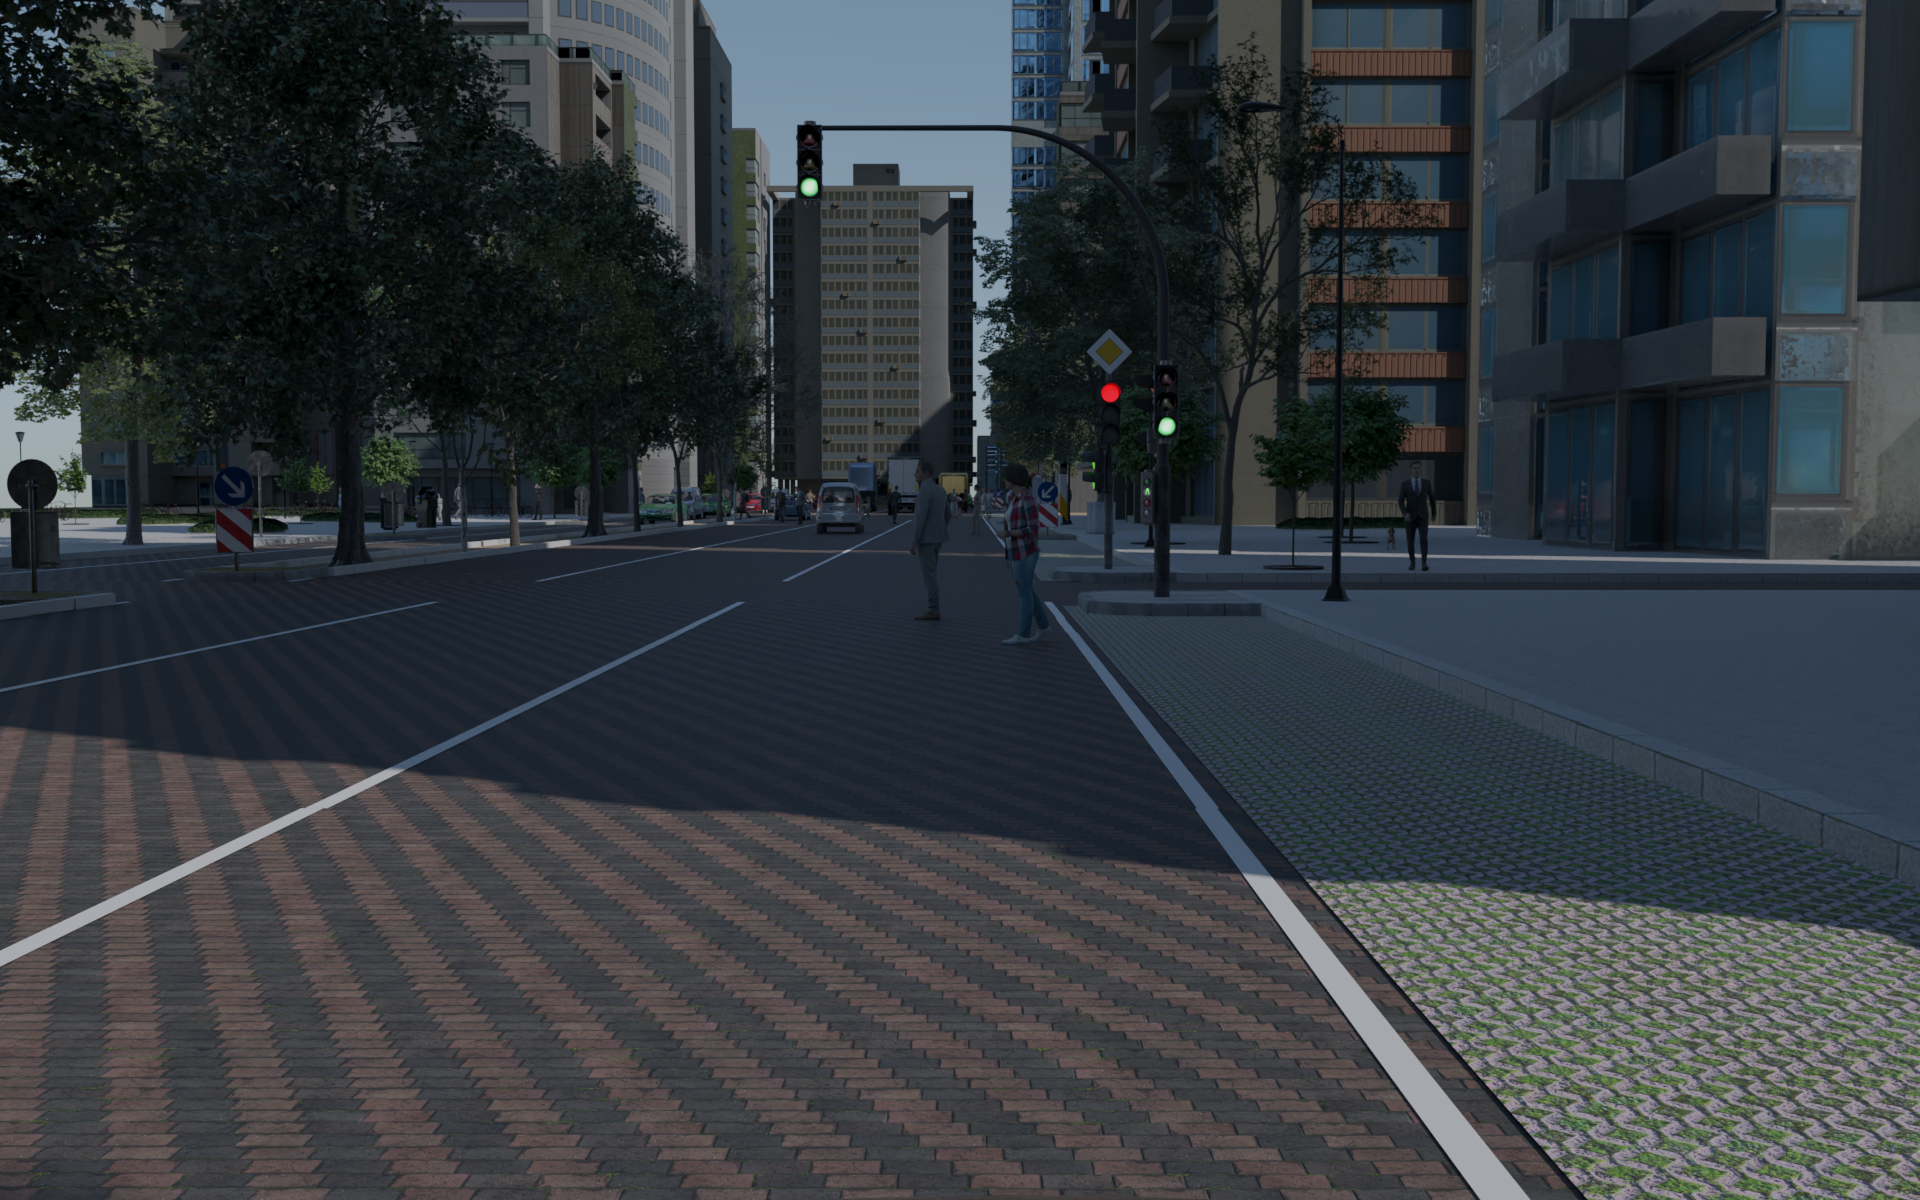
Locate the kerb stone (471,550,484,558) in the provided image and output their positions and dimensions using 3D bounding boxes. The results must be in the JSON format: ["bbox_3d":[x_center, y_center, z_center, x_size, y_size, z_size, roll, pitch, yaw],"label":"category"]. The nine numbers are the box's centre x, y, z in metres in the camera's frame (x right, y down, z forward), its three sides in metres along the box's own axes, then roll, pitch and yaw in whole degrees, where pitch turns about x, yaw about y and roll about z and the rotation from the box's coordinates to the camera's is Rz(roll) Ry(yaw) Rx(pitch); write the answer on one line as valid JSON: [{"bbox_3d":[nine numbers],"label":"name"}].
[{"bbox_3d":[-10.955,-1.016,38.888,0.120,0.150,1.000,0,4,0],"label":"kerb stone"}]

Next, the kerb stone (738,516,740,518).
[{"bbox_3d":[-12.879,-4.720,99.416,0.120,0.150,1.000,0,4,0],"label":"kerb stone"}]

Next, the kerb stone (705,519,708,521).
[{"bbox_3d":[-12.911,-3.969,87.100,0.120,0.150,1.000,0,4,0],"label":"kerb stone"}]

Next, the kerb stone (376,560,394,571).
[{"bbox_3d":[-10.968,-0.643,32.741,0.120,0.150,1.000,0,4,0],"label":"kerb stone"}]

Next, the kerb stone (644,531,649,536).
[{"bbox_3d":[-10.886,-2.272,59.383,0.120,0.150,1.000,0,4,0],"label":"kerb stone"}]

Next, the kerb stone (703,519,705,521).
[{"bbox_3d":[-12.910,-3.907,86.074,0.120,0.150,1.000,0,4,0],"label":"kerb stone"}]

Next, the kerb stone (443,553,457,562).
[{"bbox_3d":[-10.956,-0.895,36.832,0.120,0.150,1.000,0,4,0],"label":"kerb stone"}]

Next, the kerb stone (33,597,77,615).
[{"bbox_3d":[-11.009,0.079,20.898,0.120,0.150,1.000,0,4,0],"label":"kerb stone"}]

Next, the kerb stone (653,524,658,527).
[{"bbox_3d":[-12.956,-3.092,72.755,0.120,0.150,1.000,0,4,0],"label":"kerb stone"}]

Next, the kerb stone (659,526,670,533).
[{"bbox_3d":[-10.878,-2.525,63.486,0.120,0.150,1.000,0,4,0],"label":"kerb stone"}]

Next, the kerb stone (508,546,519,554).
[{"bbox_3d":[-10.941,-1.209,41.966,0.120,0.150,1.000,0,4,0],"label":"kerb stone"}]

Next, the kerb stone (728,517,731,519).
[{"bbox_3d":[-12.882,-4.471,95.305,0.120,0.150,1.000,0,4,0],"label":"kerb stone"}]

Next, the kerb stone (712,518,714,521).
[{"bbox_3d":[-12.900,-4.091,89.144,0.120,0.150,1.000,0,4,0],"label":"kerb stone"}]

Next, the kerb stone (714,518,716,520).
[{"bbox_3d":[-12.903,-4.158,90.174,0.120,0.150,1.000,0,4,0],"label":"kerb stone"}]

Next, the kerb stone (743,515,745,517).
[{"bbox_3d":[-12.859,-4.848,101.467,0.120,0.150,1.000,0,4,0],"label":"kerb stone"}]

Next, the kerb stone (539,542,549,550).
[{"bbox_3d":[-10.923,-1.397,45.037,0.120,0.150,1.000,0,4,0],"label":"kerb stone"}]

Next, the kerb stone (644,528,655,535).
[{"bbox_3d":[-10.883,-2.333,60.406,0.120,0.150,1.000,0,4,0],"label":"kerb stone"}]

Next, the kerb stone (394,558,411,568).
[{"bbox_3d":[-10.973,-0.704,33.765,0.120,0.150,1.000,0,4,0],"label":"kerb stone"}]

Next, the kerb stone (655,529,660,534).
[{"bbox_3d":[-10.881,-2.395,61.432,0.120,0.150,1.000,0,4,0],"label":"kerb stone"}]

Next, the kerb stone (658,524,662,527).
[{"bbox_3d":[-12.941,-3.151,73.777,0.120,0.150,1.000,0,4,0],"label":"kerb stone"}]

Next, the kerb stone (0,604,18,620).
[{"bbox_3d":[-10.999,0.149,19.877,0.120,0.150,1.000,0,4,0],"label":"kerb stone"}]

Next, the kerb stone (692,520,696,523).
[{"bbox_3d":[-12.917,-3.714,83.006,0.120,0.150,1.000,0,4,0],"label":"kerb stone"}]

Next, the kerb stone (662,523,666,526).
[{"bbox_3d":[-12.936,-3.218,74.810,0.120,0.150,1.000,0,4,0],"label":"kerb stone"}]

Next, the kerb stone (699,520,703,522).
[{"bbox_3d":[-12.903,-3.838,85.051,0.120,0.150,1.000,0,4,0],"label":"kerb stone"}]

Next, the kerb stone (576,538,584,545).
[{"bbox_3d":[-10.911,-1.648,49.139,0.120,0.150,1.000,0,4,0],"label":"kerb stone"}]

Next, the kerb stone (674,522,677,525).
[{"bbox_3d":[-12.931,-3.401,77.887,0.120,0.150,1.000,0,4,0],"label":"kerb stone"}]

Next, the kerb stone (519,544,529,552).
[{"bbox_3d":[-10.940,-1.269,42.988,0.120,0.150,1.000,0,4,0],"label":"kerb stone"}]

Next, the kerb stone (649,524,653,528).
[{"bbox_3d":[-12.957,-3.029,71.725,0.120,0.150,1.000,0,4,0],"label":"kerb stone"}]

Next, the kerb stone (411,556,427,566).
[{"bbox_3d":[-10.969,-0.766,34.787,0.120,0.150,1.000,0,4,0],"label":"kerb stone"}]

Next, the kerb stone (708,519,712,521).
[{"bbox_3d":[-12.897,-4.030,88.122,0.120,0.150,1.000,0,4,0],"label":"kerb stone"}]

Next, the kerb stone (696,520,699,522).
[{"bbox_3d":[-12.915,-3.782,84.028,0.120,0.150,1.000,0,4,0],"label":"kerb stone"}]

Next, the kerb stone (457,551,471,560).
[{"bbox_3d":[-10.958,-0.954,37.860,0.120,0.150,1.000,0,4,0],"label":"kerb stone"}]

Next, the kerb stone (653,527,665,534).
[{"bbox_3d":[-10.876,-2.462,62.454,0.120,0.150,1.000,0,4,0],"label":"kerb stone"}]

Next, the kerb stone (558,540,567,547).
[{"bbox_3d":[-10.926,-1.521,47.091,0.120,0.150,1.000,0,4,0],"label":"kerb stone"}]

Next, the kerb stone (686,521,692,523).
[{"bbox_3d":[-12.922,-3.657,81.981,0.120,0.150,1.000,0,4,0],"label":"kerb stone"}]

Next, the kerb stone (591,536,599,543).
[{"bbox_3d":[-10.921,-1.774,51.195,0.120,0.150,1.000,0,4,0],"label":"kerb stone"}]

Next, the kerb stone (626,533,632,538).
[{"bbox_3d":[-10.903,-2.087,56.315,0.120,0.150,1.000,0,4,0],"label":"kerb stone"}]

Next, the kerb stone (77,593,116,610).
[{"bbox_3d":[-10.998,0.016,21.928,0.120,0.150,1.000,0,4,0],"label":"kerb stone"}]

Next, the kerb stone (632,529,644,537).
[{"bbox_3d":[-10.895,-2.212,58.360,0.120,0.150,1.000,0,4,0],"label":"kerb stone"}]

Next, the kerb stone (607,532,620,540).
[{"bbox_3d":[-10.895,-1.960,54.262,0.120,0.150,1.000,0,4,0],"label":"kerb stone"}]

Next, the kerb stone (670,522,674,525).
[{"bbox_3d":[-12.942,-3.339,76.854,0.120,0.150,1.000,0,4,0],"label":"kerb stone"}]

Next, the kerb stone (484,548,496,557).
[{"bbox_3d":[-10.947,-1.082,39.910,0.120,0.150,1.000,0,4,0],"label":"kerb stone"}]

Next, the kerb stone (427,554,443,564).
[{"bbox_3d":[-10.948,-0.833,35.809,0.120,0.150,1.000,0,4,0],"label":"kerb stone"}]

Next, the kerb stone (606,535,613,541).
[{"bbox_3d":[-10.909,-1.899,53.240,0.120,0.150,1.000,0,4,0],"label":"kerb stone"}]

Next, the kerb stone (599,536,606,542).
[{"bbox_3d":[-10.909,-1.836,52.217,0.120,0.150,1.000,0,4,0],"label":"kerb stone"}]

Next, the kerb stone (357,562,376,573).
[{"bbox_3d":[-10.968,-0.580,31.719,0.120,0.150,1.000,0,4,0],"label":"kerb stone"}]

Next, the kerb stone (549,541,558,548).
[{"bbox_3d":[-10.928,-1.460,46.064,0.120,0.150,1.000,0,4,0],"label":"kerb stone"}]

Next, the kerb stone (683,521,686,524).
[{"bbox_3d":[-12.921,-3.532,79.935,0.120,0.150,1.000,0,4,0],"label":"kerb stone"}]

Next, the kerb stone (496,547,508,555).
[{"bbox_3d":[-10.944,-1.147,40.944,0.120,0.150,1.000,0,4,0],"label":"kerb stone"}]

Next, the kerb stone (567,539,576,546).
[{"bbox_3d":[-10.922,-1.585,48.117,0.120,0.150,1.000,0,4,0],"label":"kerb stone"}]

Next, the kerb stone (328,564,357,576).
[{"bbox_3d":[-10.973,-0.518,30.694,0.120,0.150,1.000,0,4,0],"label":"kerb stone"}]

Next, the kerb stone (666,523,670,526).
[{"bbox_3d":[-12.943,-3.274,75.832,0.120,0.150,1.000,0,4,0],"label":"kerb stone"}]

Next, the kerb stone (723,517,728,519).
[{"bbox_3d":[-12.888,-4.407,94.283,0.120,0.150,1.000,0,4,0],"label":"kerb stone"}]

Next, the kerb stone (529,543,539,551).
[{"bbox_3d":[-10.943,-1.334,44.010,0.120,0.150,1.000,0,4,0],"label":"kerb stone"}]

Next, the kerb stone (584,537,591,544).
[{"bbox_3d":[-10.918,-1.711,50.173,0.120,0.150,1.000,0,4,0],"label":"kerb stone"}]

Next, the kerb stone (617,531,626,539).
[{"bbox_3d":[-10.900,-2.024,55.292,0.120,0.150,1.000,0,4,0],"label":"kerb stone"}]

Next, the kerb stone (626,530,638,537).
[{"bbox_3d":[-10.888,-2.149,57.337,0.120,0.150,1.000,0,4,0],"label":"kerb stone"}]
